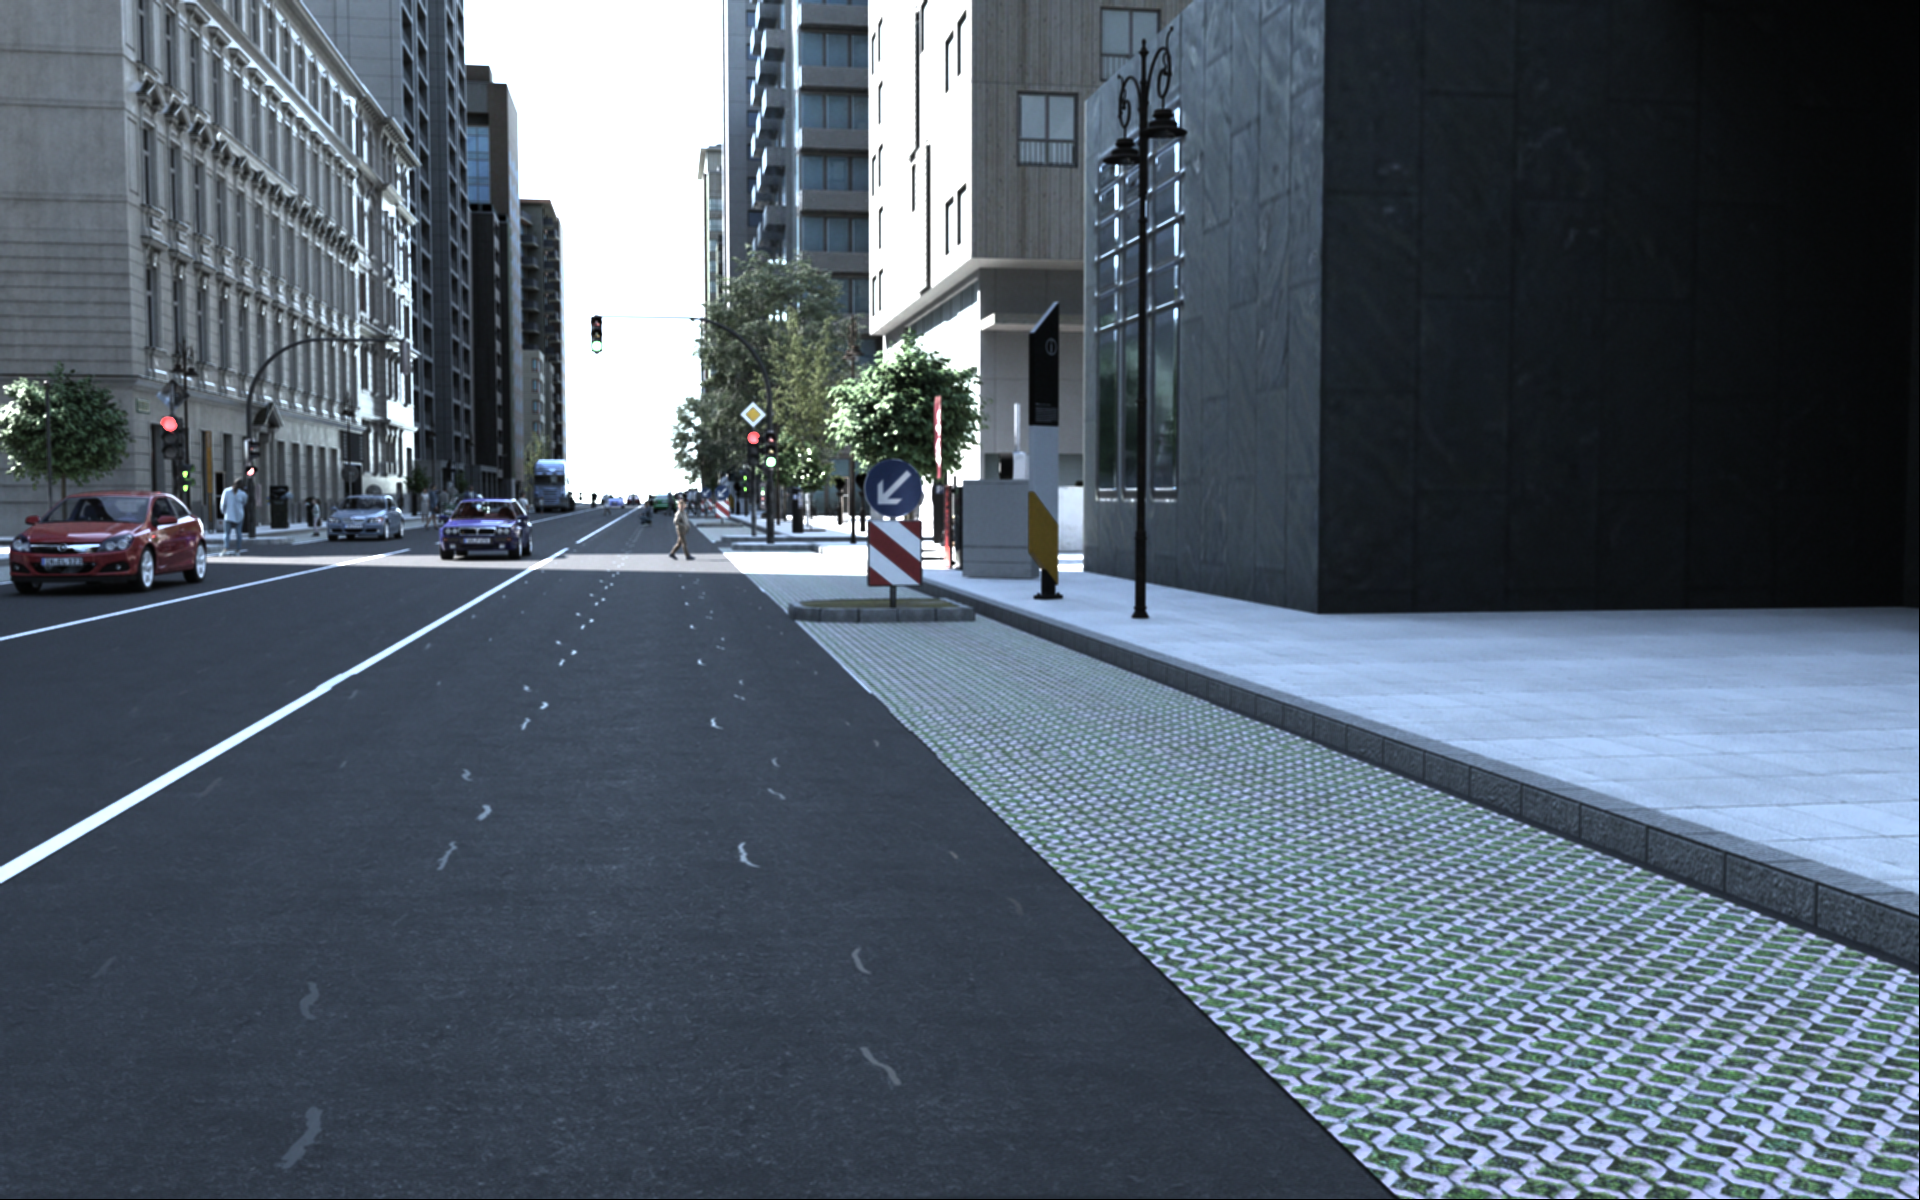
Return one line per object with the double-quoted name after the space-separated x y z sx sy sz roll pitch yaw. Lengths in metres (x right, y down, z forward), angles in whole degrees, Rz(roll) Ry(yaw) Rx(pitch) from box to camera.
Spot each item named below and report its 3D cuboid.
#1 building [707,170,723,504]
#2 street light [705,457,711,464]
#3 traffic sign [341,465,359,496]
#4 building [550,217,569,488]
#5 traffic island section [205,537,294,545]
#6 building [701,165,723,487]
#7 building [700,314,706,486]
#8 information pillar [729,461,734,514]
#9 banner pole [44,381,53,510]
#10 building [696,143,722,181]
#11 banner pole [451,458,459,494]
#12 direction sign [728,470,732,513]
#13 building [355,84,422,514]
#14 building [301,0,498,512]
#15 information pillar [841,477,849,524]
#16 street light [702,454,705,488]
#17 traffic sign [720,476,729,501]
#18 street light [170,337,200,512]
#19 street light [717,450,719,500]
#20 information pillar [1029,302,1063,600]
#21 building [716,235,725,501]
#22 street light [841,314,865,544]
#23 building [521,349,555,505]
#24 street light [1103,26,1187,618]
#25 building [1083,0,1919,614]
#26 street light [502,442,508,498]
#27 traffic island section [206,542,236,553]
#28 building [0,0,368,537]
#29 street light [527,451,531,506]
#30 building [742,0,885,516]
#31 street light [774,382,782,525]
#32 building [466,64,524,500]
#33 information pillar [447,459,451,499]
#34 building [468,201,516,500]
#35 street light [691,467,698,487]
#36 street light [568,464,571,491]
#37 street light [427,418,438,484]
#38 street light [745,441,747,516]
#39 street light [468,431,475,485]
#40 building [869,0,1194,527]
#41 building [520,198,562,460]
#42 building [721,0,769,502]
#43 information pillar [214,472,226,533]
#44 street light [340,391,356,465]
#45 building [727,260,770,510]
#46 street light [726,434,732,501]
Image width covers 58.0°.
-25.256 -32.951 222.348 14.154 41.232 14.086 -1 4 -10 "building"
-25.117 -12.313 174.099 0.468 5.910 1.993 -1 4 -10 "street light"
-26.680 -4.629 75.782 0.768 2.556 0.104 0 4 -4 "traffic sign"
-68.793 -37.904 269.842 14.600 45.320 14.200 -1 4 -10 "building"
-20.588 -1.716 50.330 2.009 0.180 2.903 -1 4 -10 "traffic island section"
-28.056 -35.869 236.568 14.600 45.320 14.200 -1 4 -10 "building"
-34.628 -30.971 278.074 14.160 30.474 14.107 -1 4 -10 "building"
-14.778 -7.391 112.191 0.183 3.616 0.504 2 4 26 "information pillar"
-20.325 -2.976 38.681 0.401 3.779 0.863 -2 4 -26 "banner pole"
-24.310 -40.909 258.098 28.713 52.752 27.495 -1 4 -10 "building"
-34.756 -7.902 119.216 0.863 3.779 0.401 -3 5 -39 "banner pole"
-15.313 -7.519 114.940 0.379 3.537 0.876 0 4 -3 "direction sign"
-41.181 -19.424 104.967 14.401 28.519 23.554 -1 4 -10 "building"
-51.935 -43.621 151.456 20.563 71.187 20.611 -1 4 -10 "building"
-5.002 -4.323 75.181 0.304 2.012 0.304 -1 4 -16 "information pillar"
-29.799 -13.975 201.284 0.468 5.910 1.993 -1 4 -10 "street light"
-16.691 -7.532 123.253 0.768 2.556 0.104 0 4 -6 "traffic sign"
-22.758 -4.782 50.971 0.468 5.910 1.993 -1 4 -10 "street light"
-20.490 -10.667 147.191 0.468 5.910 1.993 -1 4 -10 "street light"
1.028 -1.817 21.055 0.183 3.616 0.504 3 5 42 "information pillar"
-20.378 -25.922 195.518 14.160 30.474 14.107 -1 4 -10 "building"
-2.763 -4.397 44.676 0.468 5.910 1.993 -1 4 -10 "street light"
-66.443 -22.920 219.784 27.650 21.520 28.899 -1 4 -10 "building"
1.868 -2.751 17.768 0.468 5.910 1.993 -1 4 -10 "street light"
15.669 -42.824 12.840 22.319 86.520 31.000 -1 4 -10 "building"
-40.640 -11.125 154.688 0.468 5.910 1.993 -1 4 -10 "street light"
-19.232 -1.234 42.460 2.009 0.180 2.903 -1 4 -10 "traffic island section"
-36.403 -18.046 71.471 17.030 29.872 44.131 -1 4 -10 "building"
-45.302 -12.791 181.917 0.468 5.910 1.993 -1 4 -10 "street light"
-2.075 -30.211 113.551 23.786 49.044 30.456 -1 4 -10 "building"
-7.565 -6.064 71.940 0.468 5.910 1.993 -1 4 -10 "street light"
-54.348 -32.675 184.353 14.600 45.320 14.200 -1 4 -10 "building"
-34.013 -7.582 115.325 0.183 3.616 0.504 -3 5 -42 "information pillar"
-51.712 -24.380 170.318 14.160 30.474 14.107 -1 4 -10 "building"
-39.279 -17.366 256.724 0.468 5.910 1.993 -1 4 -10 "street light"
-58.986 -17.667 261.638 0.468 5.910 1.993 -1 4 -10 "street light"
-32.171 -8.132 105.745 0.468 5.910 1.993 -1 4 -10 "street light"
-12.326 -7.758 99.633 0.468 5.910 1.993 -1 4 -10 "street light"
-35.674 -9.397 126.426 0.468 5.910 1.993 -1 4 -10 "street light"
10.836 -29.302 68.320 27.495 52.752 28.713 -1 4 -10 "building"
-68.922 -36.286 247.901 22.147 44.769 28.867 -1 4 -10 "building"
-13.210 -38.640 173.769 21.231 58.520 28.212 -1 4 -10 "building"
-24.501 -3.236 57.398 0.304 2.012 0.304 -1 4 -16 "information pillar"
-27.457 -6.427 77.867 0.468 5.910 1.993 -1 4 -10 "street light"
-3.767 -27.958 149.001 32.217 40.220 23.993 -1 4 -10 "building"
-16.954 -9.414 126.705 0.468 5.910 1.993 -1 4 -10 "street light"
